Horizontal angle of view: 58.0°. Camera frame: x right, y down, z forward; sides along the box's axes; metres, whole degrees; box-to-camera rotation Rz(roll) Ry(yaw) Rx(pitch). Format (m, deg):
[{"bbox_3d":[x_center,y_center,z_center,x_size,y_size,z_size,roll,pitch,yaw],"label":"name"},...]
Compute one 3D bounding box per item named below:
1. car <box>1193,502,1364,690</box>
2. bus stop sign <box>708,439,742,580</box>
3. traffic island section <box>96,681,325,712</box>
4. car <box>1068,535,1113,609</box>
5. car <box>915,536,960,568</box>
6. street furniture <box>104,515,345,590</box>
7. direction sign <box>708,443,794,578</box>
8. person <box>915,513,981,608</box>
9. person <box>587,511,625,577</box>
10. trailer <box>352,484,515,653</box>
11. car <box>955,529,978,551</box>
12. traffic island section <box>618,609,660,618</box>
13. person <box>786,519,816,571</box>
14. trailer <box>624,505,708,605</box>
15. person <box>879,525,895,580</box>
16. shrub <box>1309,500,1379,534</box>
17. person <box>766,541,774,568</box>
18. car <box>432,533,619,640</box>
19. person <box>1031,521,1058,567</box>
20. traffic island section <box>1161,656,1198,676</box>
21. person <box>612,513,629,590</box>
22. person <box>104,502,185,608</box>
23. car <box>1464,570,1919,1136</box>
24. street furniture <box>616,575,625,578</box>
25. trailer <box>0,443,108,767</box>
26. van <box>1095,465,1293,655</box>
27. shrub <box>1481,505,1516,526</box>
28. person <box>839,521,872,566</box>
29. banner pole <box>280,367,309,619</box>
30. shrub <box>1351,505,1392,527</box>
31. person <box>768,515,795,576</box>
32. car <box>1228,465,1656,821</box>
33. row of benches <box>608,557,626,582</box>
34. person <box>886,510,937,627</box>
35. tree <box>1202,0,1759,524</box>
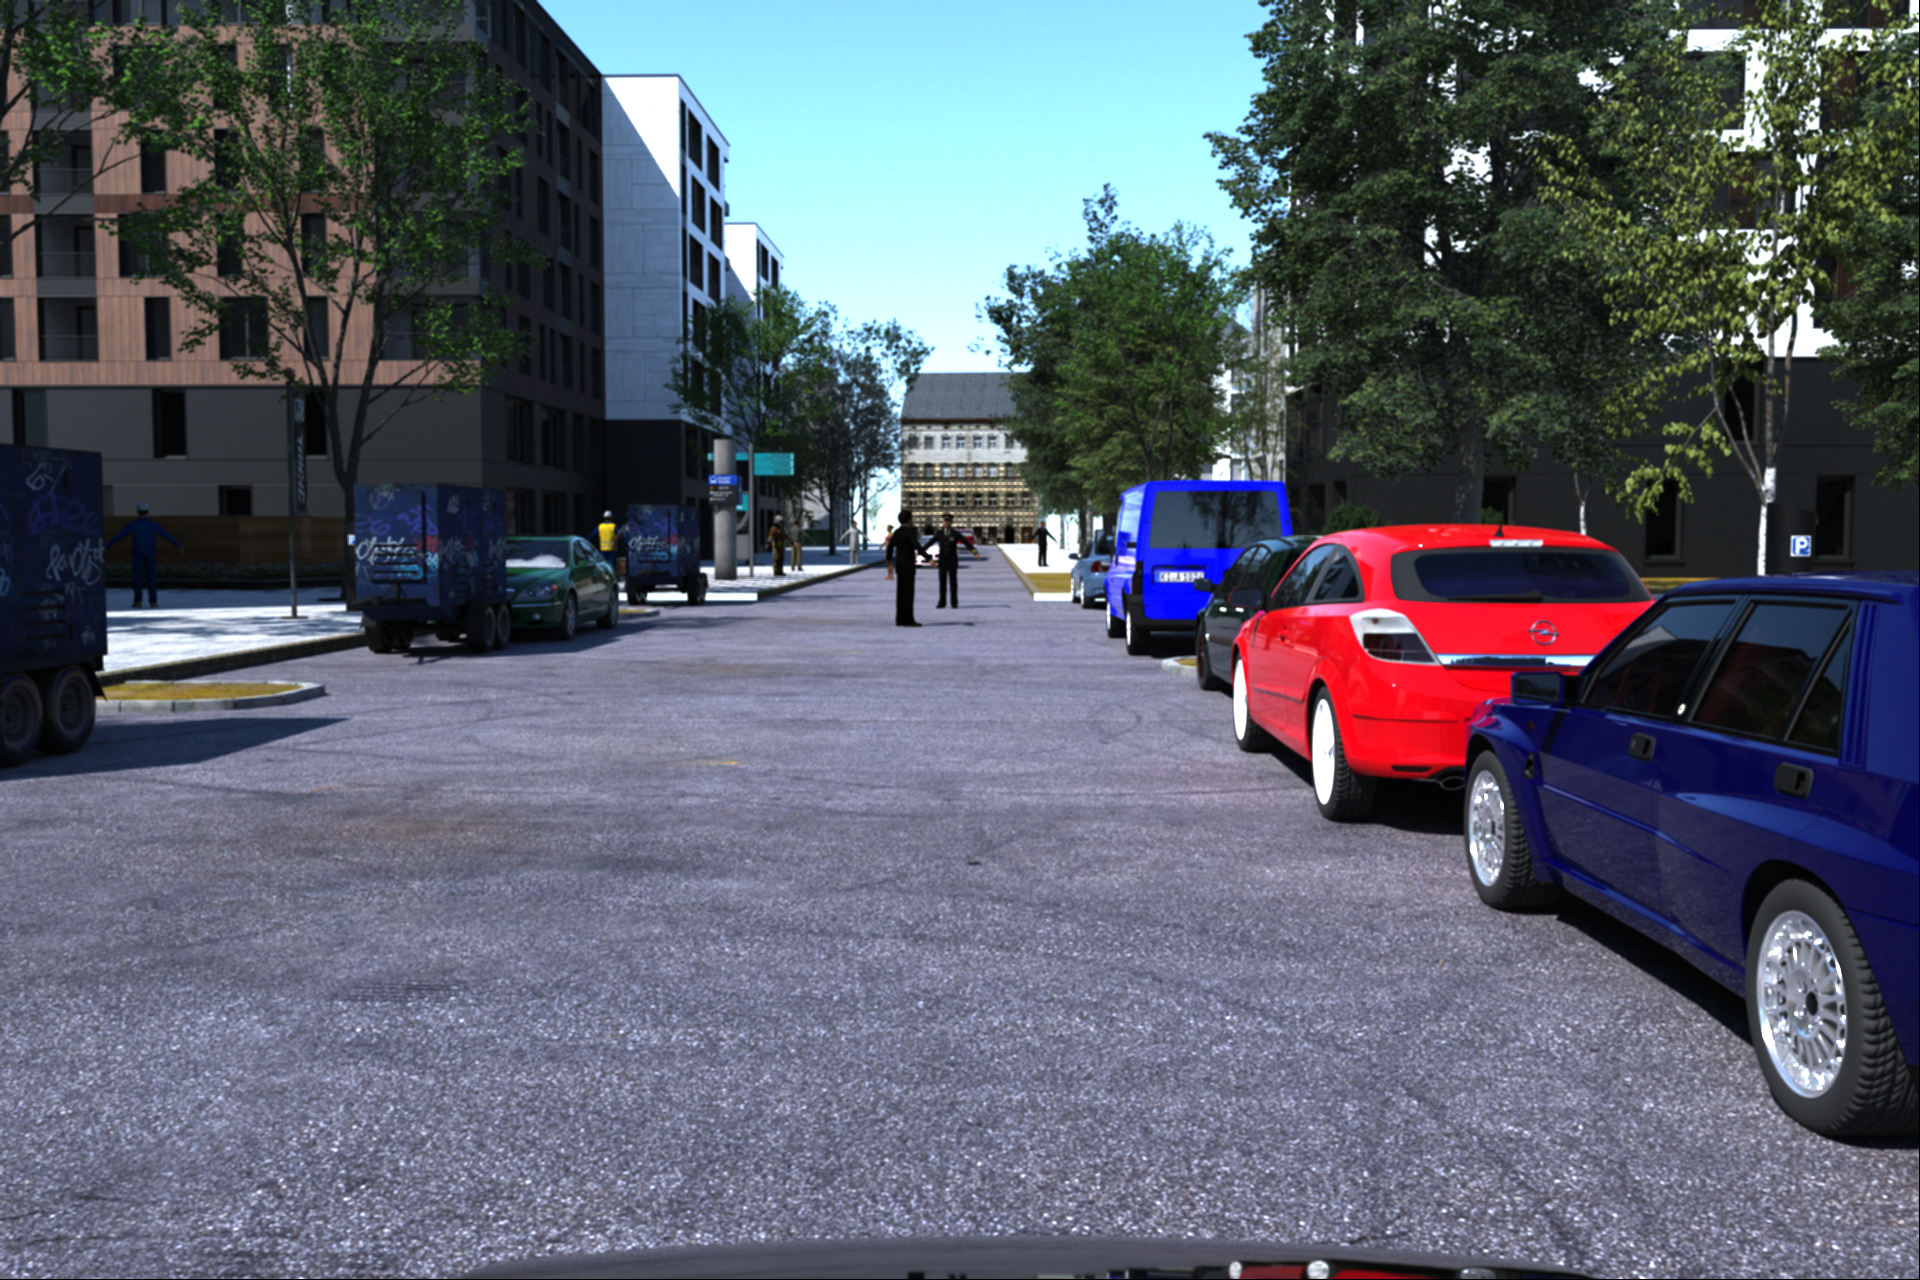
[{"bbox_3d":[3.051,-0.300,14.685,2.009,1.686,4.222,0,4,0],"label":"car"},{"bbox_3d":[-6.555,-3.631,48.386,0.837,3.901,0.837,0,4,1],"label":"bus stop sign"},{"bbox_3d":[-6.639,0.486,14.921,1.991,0.108,1.994,0,4,1],"label":"traffic island section"},{"bbox_3d":[3.194,-1.374,34.471,2.014,1.417,4.499,0,4,0],"label":"car"},{"bbox_3d":[-1.027,-3.755,73.760,2.083,1.381,4.827,0,4,1],"label":"car"},{"bbox_3d":[-18.061,-2.182,42.538,11.010,1.723,9.812,1,4,17],"label":"street furniture"},{"bbox_3d":[-6.126,-3.830,51.375,2.525,3.948,1.411,0,3,0],"label":"direction sign"},{"bbox_3d":[-0.238,-1.533,33.465,1.347,1.837,0.705,1,4,14],"label":"person"},{"bbox_3d":[-8.401,-2.170,41.449,1.349,1.833,0.705,0,4,7],"label":"person"},{"bbox_3d":[-6.375,-0.817,20.402,1.471,1.999,3.904,0,4,1],"label":"trailer"},{"bbox_3d":[0.190,-7.263,127.423,2.281,1.827,5.304,0,4,0],"label":"car"},{"bbox_3d":[-6.339,-0.454,30.297,1.991,0.108,1.994,0,4,1],"label":"traffic island section"},{"bbox_3d":[-5.690,-3.308,60.356,1.348,1.796,0.705,1,4,15],"label":"person"},{"bbox_3d":[-5.972,-1.678,34.485,1.471,1.999,3.904,0,4,1],"label":"trailer"},{"bbox_3d":[-2.304,-2.782,54.739,0.721,1.733,1.217,-1,4,-22],"label":"person"},{"bbox_3d":[8.945,-2.211,40.194,1.661,2.075,1.752,0,3,0],"label":"shrub"},{"bbox_3d":[-6.988,-3.426,65.287,0.599,1.433,0.991,2,4,30],"label":"person"},{"bbox_3d":[-6.142,-0.798,24.845,2.131,1.459,4.920,0,4,0],"label":"car"},{"bbox_3d":[3.284,-3.797,68.313,1.346,1.802,0.704,-3,4,-38],"label":"person"},{"bbox_3d":[3.150,0.284,18.217,1.991,0.108,1.994,0,4,1],"label":"traffic island section"},{"bbox_3d":[-7.433,-2.051,39.386,1.347,1.847,0.705,2,4,30],"label":"person"},{"bbox_3d":[-14.289,-1.495,30.318,1.347,1.842,0.705,-2,4,-32],"label":"person"},{"bbox_3d":[2.869,0.435,5.465,1.945,1.354,3.894,0,3,0],"label":"car"},{"bbox_3d":[-13.140,-2.289,53.046,10.072,0.657,5.734,0,4,-7],"label":"street furniture"},{"bbox_3d":[-6.507,-0.195,10.236,1.471,1.999,3.904,0,4,1],"label":"trailer"},{"bbox_3d":[2.940,-1.085,22.127,2.240,2.365,5.245,0,4,0],"label":"van"},{"bbox_3d":[14.382,-2.643,47.262,1.661,2.075,1.752,0,3,0],"label":"shrub"},{"bbox_3d":[-4.180,-3.834,68.874,1.347,1.806,0.705,-1,4,-16],"label":"person"},{"bbox_3d":[-10.086,-2.223,26.363,0.401,3.779,0.863,0,4,0],"label":"banner pole"},{"bbox_3d":[10.227,-2.441,43.948,1.661,2.075,1.752,0,3,0],"label":"shrub"},{"bbox_3d":[-5.552,-2.905,53.271,0.705,1.858,1.354,2,4,28],"label":"person"},{"bbox_3d":[2.716,-0.067,10.134,2.155,1.783,4.494,0,4,1],"label":"car"},{"bbox_3d":[-9.640,-1.900,46.530,1.422,0.672,4.104,2,4,26],"label":"row of benches"},{"bbox_3d":[-0.817,-1.116,26.882,0.705,1.806,1.347,-2,4,-35],"label":"person"},{"bbox_3d":[9.167,-7.601,30.939,9.857,13.997,8.962,0,3,0],"label":"tree"}]
